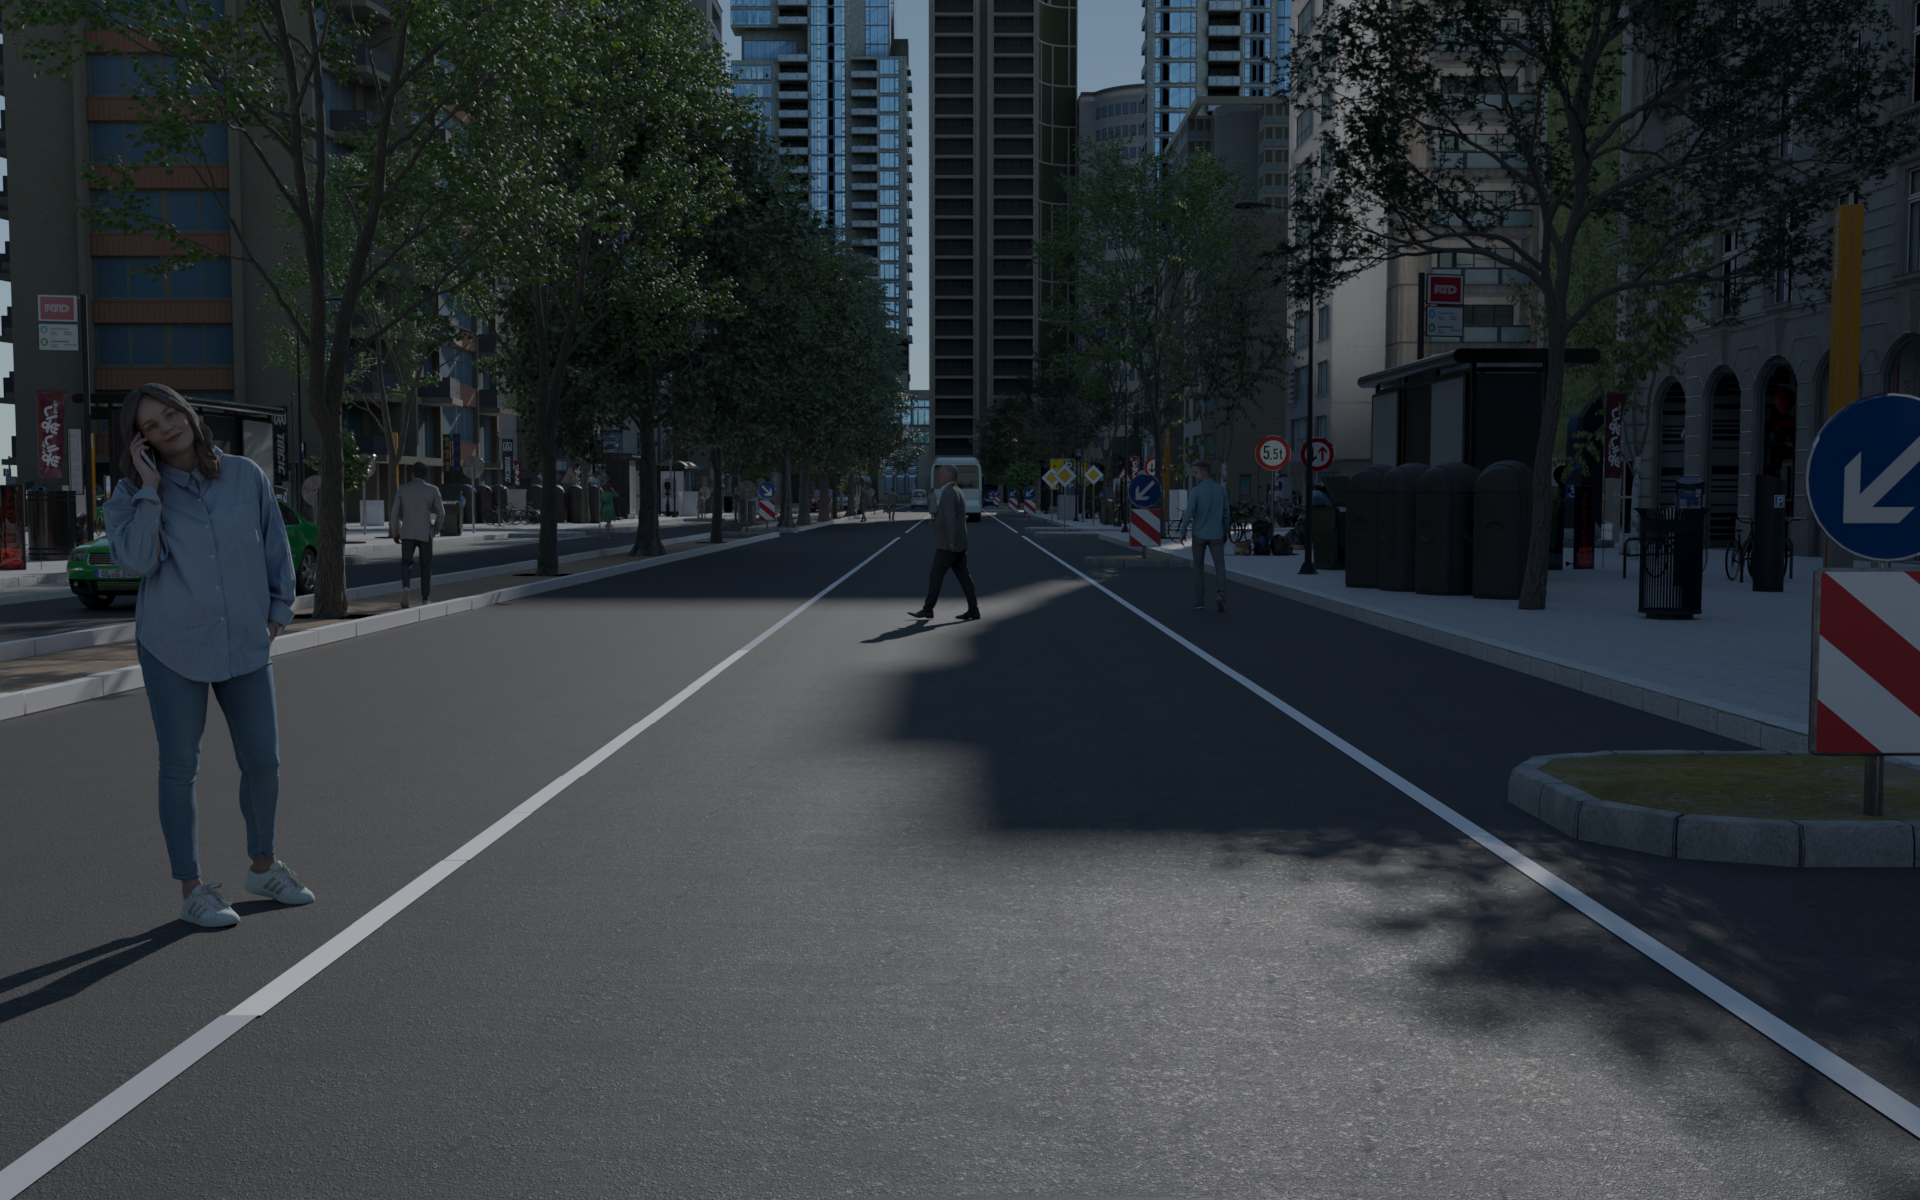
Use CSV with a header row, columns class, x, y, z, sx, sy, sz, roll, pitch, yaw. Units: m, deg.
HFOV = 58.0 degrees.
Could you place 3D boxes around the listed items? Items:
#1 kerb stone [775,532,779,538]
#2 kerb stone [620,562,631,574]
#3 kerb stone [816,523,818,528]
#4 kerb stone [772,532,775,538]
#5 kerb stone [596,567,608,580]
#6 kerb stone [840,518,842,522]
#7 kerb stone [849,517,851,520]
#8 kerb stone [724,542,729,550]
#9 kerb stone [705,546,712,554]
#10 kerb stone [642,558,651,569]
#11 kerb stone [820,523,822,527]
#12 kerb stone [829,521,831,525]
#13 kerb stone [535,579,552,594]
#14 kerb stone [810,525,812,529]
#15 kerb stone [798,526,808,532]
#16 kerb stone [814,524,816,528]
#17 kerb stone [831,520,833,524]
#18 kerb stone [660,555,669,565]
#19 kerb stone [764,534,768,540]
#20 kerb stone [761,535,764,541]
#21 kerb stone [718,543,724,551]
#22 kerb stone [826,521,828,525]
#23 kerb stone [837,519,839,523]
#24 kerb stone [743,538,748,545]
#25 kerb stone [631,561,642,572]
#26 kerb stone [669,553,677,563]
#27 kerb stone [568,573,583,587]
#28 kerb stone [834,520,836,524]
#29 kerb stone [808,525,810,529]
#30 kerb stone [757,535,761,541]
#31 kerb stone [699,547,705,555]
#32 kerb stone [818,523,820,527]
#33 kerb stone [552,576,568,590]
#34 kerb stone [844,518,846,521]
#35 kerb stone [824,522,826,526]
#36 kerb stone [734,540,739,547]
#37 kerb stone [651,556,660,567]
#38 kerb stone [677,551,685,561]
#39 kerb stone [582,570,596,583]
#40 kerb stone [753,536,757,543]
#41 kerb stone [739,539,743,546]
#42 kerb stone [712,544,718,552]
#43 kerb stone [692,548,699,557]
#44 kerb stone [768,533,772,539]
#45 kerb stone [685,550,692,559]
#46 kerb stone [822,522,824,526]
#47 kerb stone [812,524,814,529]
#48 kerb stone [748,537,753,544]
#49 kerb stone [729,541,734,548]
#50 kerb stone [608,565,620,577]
class,x,y,z,sx,sy,sz,roll,pitch,yaw
kerb stone,-6.146,-2.117,56.809,0.120,0.150,1.000,0,3,0
kerb stone,-6.122,-0.546,31.201,0.120,0.150,1.000,0,3,0
kerb stone,-6.149,-3.088,72.727,0.120,0.150,1.000,0,3,0
kerb stone,-6.143,-2.055,55.787,0.120,0.150,1.000,0,3,0
kerb stone,-6.127,-0.422,29.153,0.120,0.150,1.000,0,3,0
kerb stone,-6.174,-3.970,87.097,0.120,0.150,1.000,0,3,0
kerb stone,-6.177,-4.408,94.269,0.120,0.150,1.000,0,3,0
kerb stone,-6.135,-1.365,44.531,0.120,0.150,1.000,0,3,0
kerb stone,-6.134,-1.177,41.445,0.120,0.150,1.000,0,3,0
kerb stone,-6.126,-0.665,33.246,0.120,0.150,1.000,0,3,0
kerb stone,-6.160,-3.214,74.785,0.120,0.150,1.000,0,3,0
kerb stone,-6.166,-3.530,79.910,0.120,0.150,1.000,0,3,0
kerb stone,-6.118,-0.173,25.054,0.120,0.150,1.000,0,3,0
kerb stone,-6.164,-2.902,69.647,0.120,0.150,1.000,0,3,0
kerb stone,-6.152,-2.777,67.599,0.120,0.150,1.000,0,3,0
kerb stone,-6.154,-3.025,71.698,0.120,0.150,1.000,0,3,0
kerb stone,-6.169,-3.593,80.941,0.120,0.150,1.000,0,3,0
kerb stone,-6.129,-0.798,35.289,0.120,0.150,1.000,0,3,0
kerb stone,-6.148,-1.927,53.743,0.120,0.150,1.000,0,3,0
kerb stone,-6.149,-1.867,52.720,0.120,0.150,1.000,0,3,0
kerb stone,-6.133,-1.304,43.509,0.120,0.150,1.000,0,3,0
kerb stone,-6.158,-3.398,77.861,0.120,0.150,1.000,0,3,0
kerb stone,-6.169,-3.844,85.045,0.120,0.150,1.000,0,3,0
kerb stone,-6.143,-1.616,48.629,0.120,0.150,1.000,0,3,0
kerb stone,-6.125,-0.613,32.223,0.120,0.150,1.000,0,3,0
kerb stone,-6.133,-0.861,36.316,0.120,0.150,1.000,0,3,0
kerb stone,-6.115,-0.300,27.097,0.120,0.150,1.000,0,3,0
kerb stone,-6.166,-3.718,82.988,0.120,0.150,1.000,0,3,0
kerb stone,-6.160,-2.835,68.623,0.120,0.150,1.000,0,3,0
kerb stone,-6.138,-1.804,51.695,0.120,0.150,1.000,0,3,0
kerb stone,-6.138,-1.110,40.421,0.120,0.150,1.000,0,3,0
kerb stone,-6.165,-3.153,73.750,0.120,0.150,1.000,0,3,0
kerb stone,-6.120,-0.237,26.076,0.120,0.150,1.000,0,3,0
kerb stone,-6.176,-4.151,90.175,0.120,0.150,1.000,0,3,0
kerb stone,-6.165,-3.342,76.838,0.120,0.150,1.000,0,3,0
kerb stone,-6.143,-1.490,46.584,0.120,0.150,1.000,0,3,0
kerb stone,-6.133,-0.738,34.267,0.120,0.150,1.000,0,3,0
kerb stone,-6.132,-0.927,37.348,0.120,0.150,1.000,0,3,0
kerb stone,-6.119,-0.363,28.131,0.120,0.150,1.000,0,3,0
kerb stone,-6.142,-1.739,50.673,0.120,0.150,1.000,0,3,0
kerb stone,-6.145,-1.554,47.605,0.120,0.150,1.000,0,3,0
kerb stone,-6.137,-1.241,42.487,0.120,0.150,1.000,0,3,0
kerb stone,-6.132,-1.052,39.399,0.120,0.150,1.000,0,3,0
kerb stone,-6.150,-1.990,54.765,0.120,0.150,1.000,0,3,0
kerb stone,-6.125,-0.984,38.371,0.120,0.150,1.000,0,3,0
kerb stone,-6.166,-3.279,75.815,0.120,0.150,1.000,0,3,0
kerb stone,-6.164,-2.964,70.675,0.120,0.150,1.000,0,3,0
kerb stone,-6.140,-1.679,49.651,0.120,0.150,1.000,0,3,0
kerb stone,-6.137,-1.418,45.562,0.120,0.150,1.000,0,3,0
kerb stone,-6.125,-0.486,30.179,0.120,0.150,1.000,0,3,0
